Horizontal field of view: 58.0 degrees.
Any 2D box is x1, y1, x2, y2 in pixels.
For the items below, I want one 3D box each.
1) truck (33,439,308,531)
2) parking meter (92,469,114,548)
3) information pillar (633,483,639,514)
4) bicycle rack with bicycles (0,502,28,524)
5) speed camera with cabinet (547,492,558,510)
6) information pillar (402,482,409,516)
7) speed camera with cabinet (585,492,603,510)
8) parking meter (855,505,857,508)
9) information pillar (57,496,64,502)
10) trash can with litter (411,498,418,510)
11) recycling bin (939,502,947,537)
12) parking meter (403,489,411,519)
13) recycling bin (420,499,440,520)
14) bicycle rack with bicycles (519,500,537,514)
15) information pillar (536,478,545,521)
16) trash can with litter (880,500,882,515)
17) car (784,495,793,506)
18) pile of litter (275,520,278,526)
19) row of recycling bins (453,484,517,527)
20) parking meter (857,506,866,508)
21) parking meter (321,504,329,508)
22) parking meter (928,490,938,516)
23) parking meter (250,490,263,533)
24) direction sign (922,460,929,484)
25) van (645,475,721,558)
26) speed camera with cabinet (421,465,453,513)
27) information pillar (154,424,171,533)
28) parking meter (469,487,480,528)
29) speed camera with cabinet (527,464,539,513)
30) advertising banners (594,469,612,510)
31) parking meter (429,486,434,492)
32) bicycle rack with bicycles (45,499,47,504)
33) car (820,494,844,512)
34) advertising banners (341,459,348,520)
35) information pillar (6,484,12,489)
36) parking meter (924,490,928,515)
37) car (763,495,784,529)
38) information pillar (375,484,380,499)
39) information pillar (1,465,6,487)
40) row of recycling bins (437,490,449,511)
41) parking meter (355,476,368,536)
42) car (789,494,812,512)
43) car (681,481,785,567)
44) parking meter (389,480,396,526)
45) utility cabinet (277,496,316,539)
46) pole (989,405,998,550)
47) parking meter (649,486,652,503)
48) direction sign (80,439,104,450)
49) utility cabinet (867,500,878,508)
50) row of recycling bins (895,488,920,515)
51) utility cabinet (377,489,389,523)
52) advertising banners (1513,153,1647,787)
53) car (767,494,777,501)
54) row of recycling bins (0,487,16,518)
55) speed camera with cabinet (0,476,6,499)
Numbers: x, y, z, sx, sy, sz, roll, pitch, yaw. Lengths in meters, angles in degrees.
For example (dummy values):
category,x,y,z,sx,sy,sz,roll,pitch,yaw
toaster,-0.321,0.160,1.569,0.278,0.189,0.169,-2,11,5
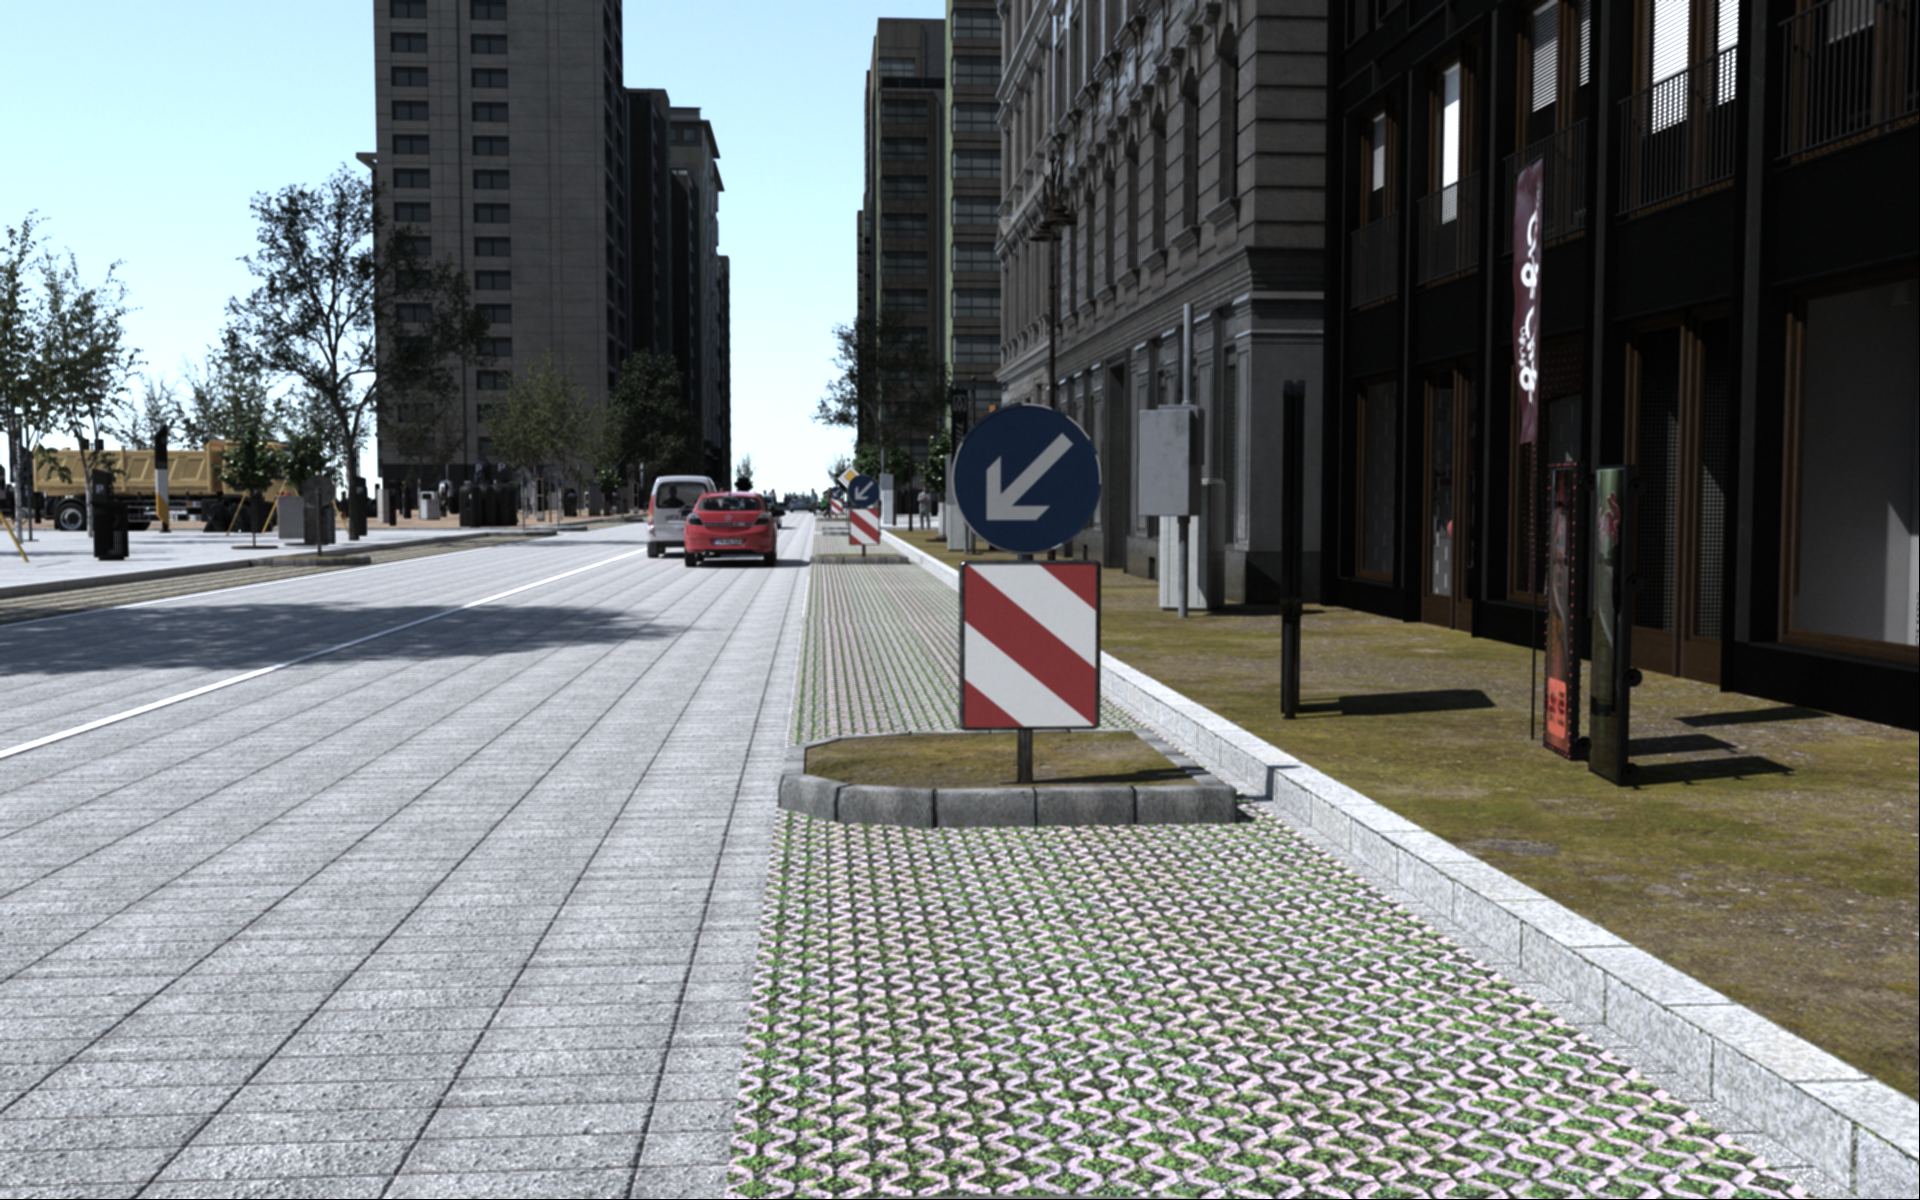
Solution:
category,x,y,z,sx,sy,sz,roll,pitch,yaw
truck,-27.729,-4.059,62.285,9.791,3.379,3.469,0,4,-4
parking meter,-19.793,-2.099,40.026,0.399,1.863,0.255,0,4,-1
information pillar,-20.910,-6.562,111.772,0.304,2.012,0.304,0,4,-7
bicycle rack with bicycles,-41.259,-3.634,72.794,2.925,0.926,2.852,1,4,9
speed camera with cabinet,-33.198,-8.841,138.881,2.038,3.252,0.660,-2,4,-30
information pillar,-32.957,-6.029,103.061,0.304,2.012,0.304,-3,5,-42
speed camera with cabinet,-29.915,-8.992,141.354,0.660,3.252,2.038,-3,5,-40
parking meter,-7.510,-7.422,127.052,0.255,1.863,0.399,-2,4,-24
information pillar,-55.099,-6.214,106.082,0.304,2.012,0.304,-1,4,-13
trash can with litter,-44.504,-7.912,140.743,1.055,1.170,0.624,-1,4,-10
recycling bin,-0.185,-2.426,52.215,0.722,1.027,0.722,2,4,24
parking meter,-28.991,-5.041,90.837,0.372,1.533,0.369,0,3,0
recycling bin,-26.268,-4.485,85.878,0.722,1.027,0.722,-3,5,-43
bicycle rack with bicycles,-27.582,-5.855,109.113,2.852,0.926,2.925,-2,4,-24
information pillar,-19.774,-4.721,81.680,0.304,2.012,0.304,0,4,5
trash can with litter,-4.778,-5.651,103.787,1.055,1.170,0.624,0,4,5
car,-20.163,-11.951,207.763,2.083,1.381,4.827,0,4,-3
pile of litter,-28.729,-3.737,75.068,1.719,0.858,1.176,-2,4,-28
row of recycling bins,-18.851,-3.812,69.445,1.069,1.692,3.534,1,4,16
parking meter,-7.054,-7.363,126.102,0.255,1.863,0.399,-3,5,-43
parking meter,-32.355,-4.880,88.197,0.372,1.533,0.369,0,3,0
parking meter,-1.499,-5.676,101.219,0.372,1.533,0.369,0,3,0
parking meter,-23.013,-3.115,56.645,0.255,1.863,0.399,0,4,4
direction sign,-2.250,-7.583,115.983,0.876,3.537,0.379,3,5,43
van,-6.381,-2.044,40.428,2.013,2.044,4.112,0,4,-6
speed camera with cabinet,-34.981,-7.425,115.739,2.038,3.252,0.660,0,4,6
information pillar,-26.579,-4.057,57.688,0.183,3.616,0.504,1,4,18
parking meter,-18.630,-3.552,66.494,0.372,1.533,0.369,0,3,0
speed camera with cabinet,-28.162,-7.343,114.388,0.660,3.252,2.038,0,4,-7
advertising banners,-24.657,-7.671,121.612,2.074,3.025,0.090,-1,4,-21
parking meter,-35.977,-6.862,117.910,0.255,1.863,0.399,-1,4,-11
bicycle rack with bicycles,-62.885,-6.472,119.192,2.852,0.926,2.925,-3,4,-39
car,-10.410,-8.059,140.554,1.959,1.807,4.718,0,4,-4
advertising banners,-30.664,-5.511,86.292,0.090,3.025,2.074,-2,4,-27
information pillar,-68.643,-7.375,125.077,0.304,2.012,0.304,0,4,-6
parking meter,-2.035,-5.854,104.125,0.372,1.533,0.369,0,3,0
car,-8.400,-3.699,72.475,2.014,1.417,4.499,0,4,-4
information pillar,-40.831,-7.153,121.436,0.304,2.012,0.304,-1,4,-11
information pillar,-72.860,-8.590,131.807,0.504,3.616,0.183,1,4,16
row of recycling bins,-40.106,-7.894,136.186,1.069,1.692,3.534,0,4,6
parking meter,-18.401,-2.904,53.186,0.399,1.863,0.255,-1,4,-14
car,-12.584,-7.658,137.218,2.014,1.417,4.499,0,4,-5
car,-4.677,-1.626,35.626,2.155,1.783,4.494,0,4,-5
parking meter,-23.012,-3.946,70.229,0.255,1.863,0.399,-1,4,-17
utility cabinet,-19.069,-2.364,49.818,1.020,1.237,0.306,-2,4,-25
pole,0.775,-2.807,39.742,0.158,3.312,0.155,0,3,0
parking meter,-22.403,-7.323,125.441,0.255,1.863,0.399,-1,4,-9
direction sign,-35.623,-4.842,71.166,0.876,3.537,0.379,-2,4,-31
utility cabinet,-4.533,-4.995,90.345,0.318,1.500,1.173,-1,4,-17
row of recycling bins,-3.482,-6.290,109.960,1.069,1.692,3.534,2,4,24
utility cabinet,-25.424,-4.143,76.413,0.318,1.500,1.173,-2,4,-30
advertising banners,2.962,-0.749,8.436,0.090,3.025,2.074,0,4,4
car,-26.736,-14.157,243.463,2.014,1.417,4.499,0,4,-3
row of recycling bins,-52.315,-5.391,95.256,1.069,1.692,3.534,1,4,13
speed camera with cabinet,-45.292,-5.298,80.962,0.660,3.252,2.038,-1,4,-9
